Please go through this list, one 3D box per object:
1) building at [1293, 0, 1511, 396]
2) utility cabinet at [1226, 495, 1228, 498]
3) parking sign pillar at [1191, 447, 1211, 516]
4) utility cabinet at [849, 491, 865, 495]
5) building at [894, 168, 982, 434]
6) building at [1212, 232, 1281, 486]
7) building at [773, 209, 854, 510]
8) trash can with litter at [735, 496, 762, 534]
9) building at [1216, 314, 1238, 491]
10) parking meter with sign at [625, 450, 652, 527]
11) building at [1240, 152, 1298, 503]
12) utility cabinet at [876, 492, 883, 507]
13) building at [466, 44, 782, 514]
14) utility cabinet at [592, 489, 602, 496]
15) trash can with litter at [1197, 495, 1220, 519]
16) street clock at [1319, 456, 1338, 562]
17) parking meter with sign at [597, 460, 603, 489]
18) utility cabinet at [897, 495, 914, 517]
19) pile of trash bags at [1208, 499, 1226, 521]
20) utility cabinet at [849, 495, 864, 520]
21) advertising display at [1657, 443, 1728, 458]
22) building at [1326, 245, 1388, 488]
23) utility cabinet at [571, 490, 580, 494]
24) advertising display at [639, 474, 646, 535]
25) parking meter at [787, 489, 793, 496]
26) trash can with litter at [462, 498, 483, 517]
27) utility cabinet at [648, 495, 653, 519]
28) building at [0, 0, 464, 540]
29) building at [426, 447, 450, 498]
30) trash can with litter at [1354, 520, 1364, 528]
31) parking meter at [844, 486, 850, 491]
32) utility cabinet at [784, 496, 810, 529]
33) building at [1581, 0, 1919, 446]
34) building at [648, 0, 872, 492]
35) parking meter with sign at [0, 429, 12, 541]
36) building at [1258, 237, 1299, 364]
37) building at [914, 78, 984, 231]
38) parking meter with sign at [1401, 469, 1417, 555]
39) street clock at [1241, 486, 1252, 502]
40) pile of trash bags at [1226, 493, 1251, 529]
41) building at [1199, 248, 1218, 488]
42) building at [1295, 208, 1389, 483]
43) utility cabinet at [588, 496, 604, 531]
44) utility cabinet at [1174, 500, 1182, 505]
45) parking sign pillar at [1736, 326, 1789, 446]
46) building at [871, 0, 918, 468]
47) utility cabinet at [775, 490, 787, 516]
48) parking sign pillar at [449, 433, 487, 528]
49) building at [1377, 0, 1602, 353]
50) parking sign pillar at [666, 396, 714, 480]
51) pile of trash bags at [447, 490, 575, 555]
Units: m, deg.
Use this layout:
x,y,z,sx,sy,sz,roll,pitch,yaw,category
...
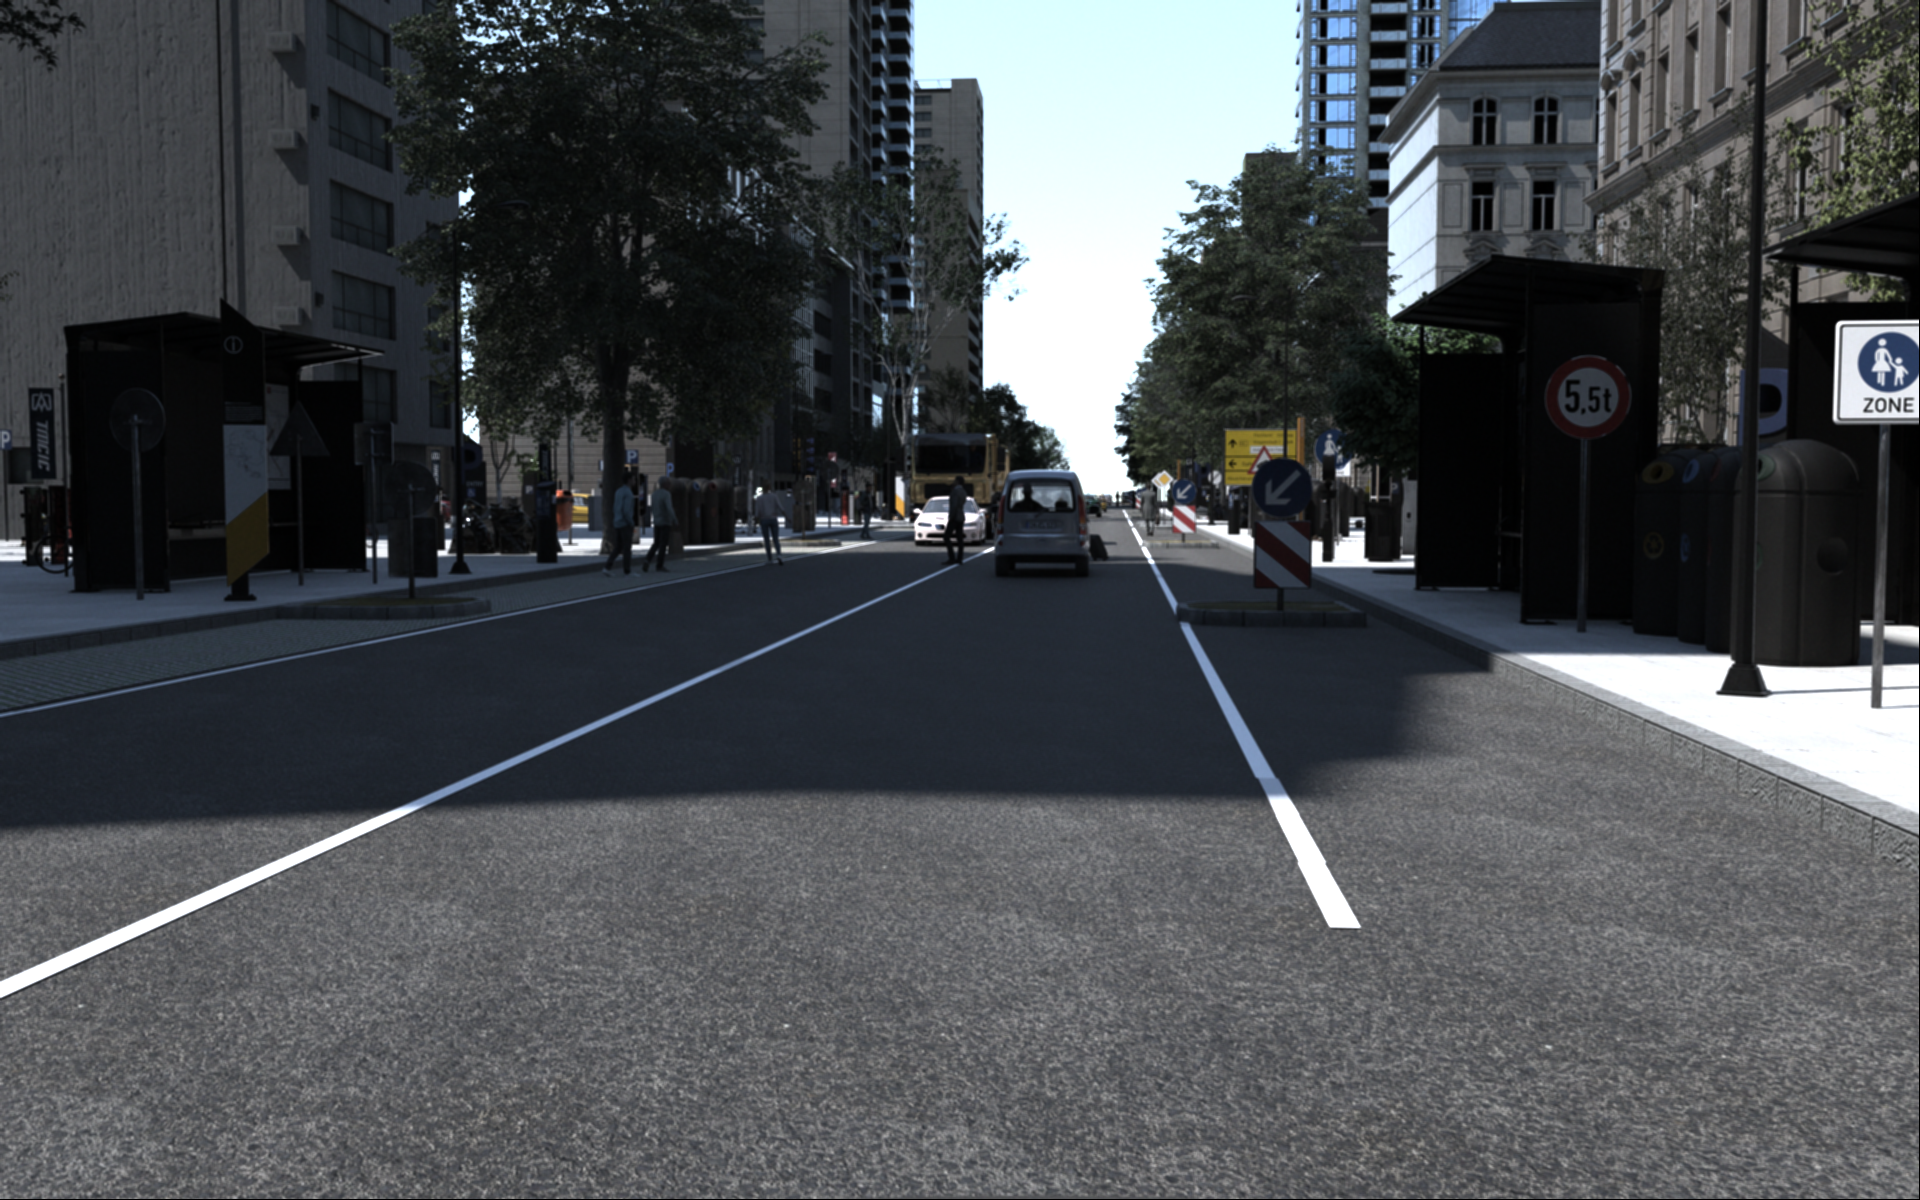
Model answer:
x,y,z,sx,sy,sz,roll,pitch,yaw,category
41.859,-52.489,170.868,22.319,86.520,31.000,0,4,5,building
17.877,-6.391,115.647,1.020,1.237,0.306,3,5,39,utility cabinet
14.012,-6.849,100.451,1.447,3.967,1.447,-3,4,-38,parking sign pillar
-6.350,-6.066,107.861,1.173,1.500,0.318,-1,4,-11,utility cabinet
-8.506,-38.980,261.029,21.300,48.544,21.600,0,4,5,building
51.943,-38.316,281.098,22.147,44.769,28.867,0,4,5,building
-17.243,-19.116,131.611,14.314,24.678,30.058,0,4,5,building
-7.172,-2.737,55.805,2.233,1.210,1.678,-2,4,-34,trash can with litter
45.497,-29.834,259.489,14.160,30.474,14.107,0,4,5,building
-12.471,-4.349,67.367,0.543,3.016,1.738,-2,4,-31,parking meter with sign
40.898,-32.166,209.506,14.154,41.232,14.086,0,4,5,building
-7.008,-8.798,152.530,0.318,1.500,1.173,2,4,28,utility cabinet
-19.096,-18.764,104.056,12.463,27.353,25.104,0,4,5,building
-15.083,-3.985,73.830,1.173,1.500,0.318,-2,4,-31,utility cabinet
12.744,-4.715,88.140,2.233,1.210,1.678,2,4,35,trash can with litter
6.946,-1.720,32.689,0.358,2.002,0.471,1,4,13,street clock
-17.695,-5.641,88.486,1.738,3.016,0.543,3,5,41,parking meter with sign
-3.009,-5.230,96.677,1.020,1.237,0.306,-1,4,-10,utility cabinet
13.728,-4.470,82.829,3.447,1.369,1.912,-1,4,-16,pile of trash bags
-4.976,-4.541,85.402,1.020,1.237,0.306,0,4,5,utility cabinet
9.303,-1.032,22.085,0.974,1.923,0.123,0,4,-5,advertising display
31.703,-15.768,122.426,10.561,19.102,19.286,0,4,5,building
-19.405,-4.794,87.058,0.318,1.500,1.173,-2,4,-30,utility cabinet
-10.445,-3.038,54.882,0.974,1.923,0.123,0,4,4,advertising display
-8.271,-4.669,84.742,0.372,1.533,0.369,0,3,0,parking meter
-13.481,-2.292,48.861,1.055,1.170,0.624,-2,4,-35,trash can with litter
-16.284,-4.874,90.850,1.020,1.237,0.306,3,5,39,utility cabinet
-23.935,-17.272,54.093,14.107,30.474,14.160,0,4,5,building
-41.156,-17.210,99.412,19.932,24.808,12.078,0,4,5,building
15.284,-3.281,65.031,1.055,1.170,0.624,1,4,15,trash can with litter
-7.713,-6.864,117.937,0.255,1.863,0.399,-3,4,-37,parking meter
-6.003,-3.234,64.041,1.020,1.237,0.306,2,4,33,utility cabinet
25.758,-15.162,45.169,12.463,27.353,25.104,0,4,5,building
-17.014,-44.497,165.777,20.563,71.187,20.611,0,4,5,building
-26.662,-3.100,46.948,1.738,3.016,0.543,0,4,5,parking meter with sign
40.304,-25.909,195.319,14.160,30.474,14.107,0,4,5,building
-4.211,-52.911,303.348,20.563,71.187,20.611,0,4,5,building
9.669,-2.453,36.364,1.738,3.016,0.543,2,4,31,parking meter with sign
15.682,-5.555,95.390,0.358,2.002,0.471,3,5,39,street clock
11.950,-3.341,64.375,3.447,1.369,1.912,2,4,29,pile of trash bags
49.092,-39.940,303.133,14.600,45.320,14.200,0,4,5,building
33.450,-19.138,141.792,11.050,23.489,19.941,0,4,5,building
-12.486,-3.007,60.332,0.306,1.237,1.020,2,4,35,utility cabinet
12.469,-5.351,98.648,0.306,1.237,1.020,1,4,21,utility cabinet
12.640,-2.337,26.679,1.447,3.967,1.447,-2,4,-26,parking sign pillar
-15.589,-53.767,191.758,22.319,86.520,31.000,0,4,5,building
-10.291,-5.703,101.921,1.173,1.500,0.318,0,4,-7,utility cabinet
-18.754,-4.745,66.049,1.447,3.967,1.447,-3,5,-43,parking sign pillar
46.209,-19.412,93.796,44.131,29.872,17.030,0,4,5,building
-7.349,-3.588,47.130,1.447,3.967,1.447,-3,5,-44,parking sign pillar
-9.614,-1.742,38.236,1.912,1.369,3.447,1,4,21,pile of trash bags
